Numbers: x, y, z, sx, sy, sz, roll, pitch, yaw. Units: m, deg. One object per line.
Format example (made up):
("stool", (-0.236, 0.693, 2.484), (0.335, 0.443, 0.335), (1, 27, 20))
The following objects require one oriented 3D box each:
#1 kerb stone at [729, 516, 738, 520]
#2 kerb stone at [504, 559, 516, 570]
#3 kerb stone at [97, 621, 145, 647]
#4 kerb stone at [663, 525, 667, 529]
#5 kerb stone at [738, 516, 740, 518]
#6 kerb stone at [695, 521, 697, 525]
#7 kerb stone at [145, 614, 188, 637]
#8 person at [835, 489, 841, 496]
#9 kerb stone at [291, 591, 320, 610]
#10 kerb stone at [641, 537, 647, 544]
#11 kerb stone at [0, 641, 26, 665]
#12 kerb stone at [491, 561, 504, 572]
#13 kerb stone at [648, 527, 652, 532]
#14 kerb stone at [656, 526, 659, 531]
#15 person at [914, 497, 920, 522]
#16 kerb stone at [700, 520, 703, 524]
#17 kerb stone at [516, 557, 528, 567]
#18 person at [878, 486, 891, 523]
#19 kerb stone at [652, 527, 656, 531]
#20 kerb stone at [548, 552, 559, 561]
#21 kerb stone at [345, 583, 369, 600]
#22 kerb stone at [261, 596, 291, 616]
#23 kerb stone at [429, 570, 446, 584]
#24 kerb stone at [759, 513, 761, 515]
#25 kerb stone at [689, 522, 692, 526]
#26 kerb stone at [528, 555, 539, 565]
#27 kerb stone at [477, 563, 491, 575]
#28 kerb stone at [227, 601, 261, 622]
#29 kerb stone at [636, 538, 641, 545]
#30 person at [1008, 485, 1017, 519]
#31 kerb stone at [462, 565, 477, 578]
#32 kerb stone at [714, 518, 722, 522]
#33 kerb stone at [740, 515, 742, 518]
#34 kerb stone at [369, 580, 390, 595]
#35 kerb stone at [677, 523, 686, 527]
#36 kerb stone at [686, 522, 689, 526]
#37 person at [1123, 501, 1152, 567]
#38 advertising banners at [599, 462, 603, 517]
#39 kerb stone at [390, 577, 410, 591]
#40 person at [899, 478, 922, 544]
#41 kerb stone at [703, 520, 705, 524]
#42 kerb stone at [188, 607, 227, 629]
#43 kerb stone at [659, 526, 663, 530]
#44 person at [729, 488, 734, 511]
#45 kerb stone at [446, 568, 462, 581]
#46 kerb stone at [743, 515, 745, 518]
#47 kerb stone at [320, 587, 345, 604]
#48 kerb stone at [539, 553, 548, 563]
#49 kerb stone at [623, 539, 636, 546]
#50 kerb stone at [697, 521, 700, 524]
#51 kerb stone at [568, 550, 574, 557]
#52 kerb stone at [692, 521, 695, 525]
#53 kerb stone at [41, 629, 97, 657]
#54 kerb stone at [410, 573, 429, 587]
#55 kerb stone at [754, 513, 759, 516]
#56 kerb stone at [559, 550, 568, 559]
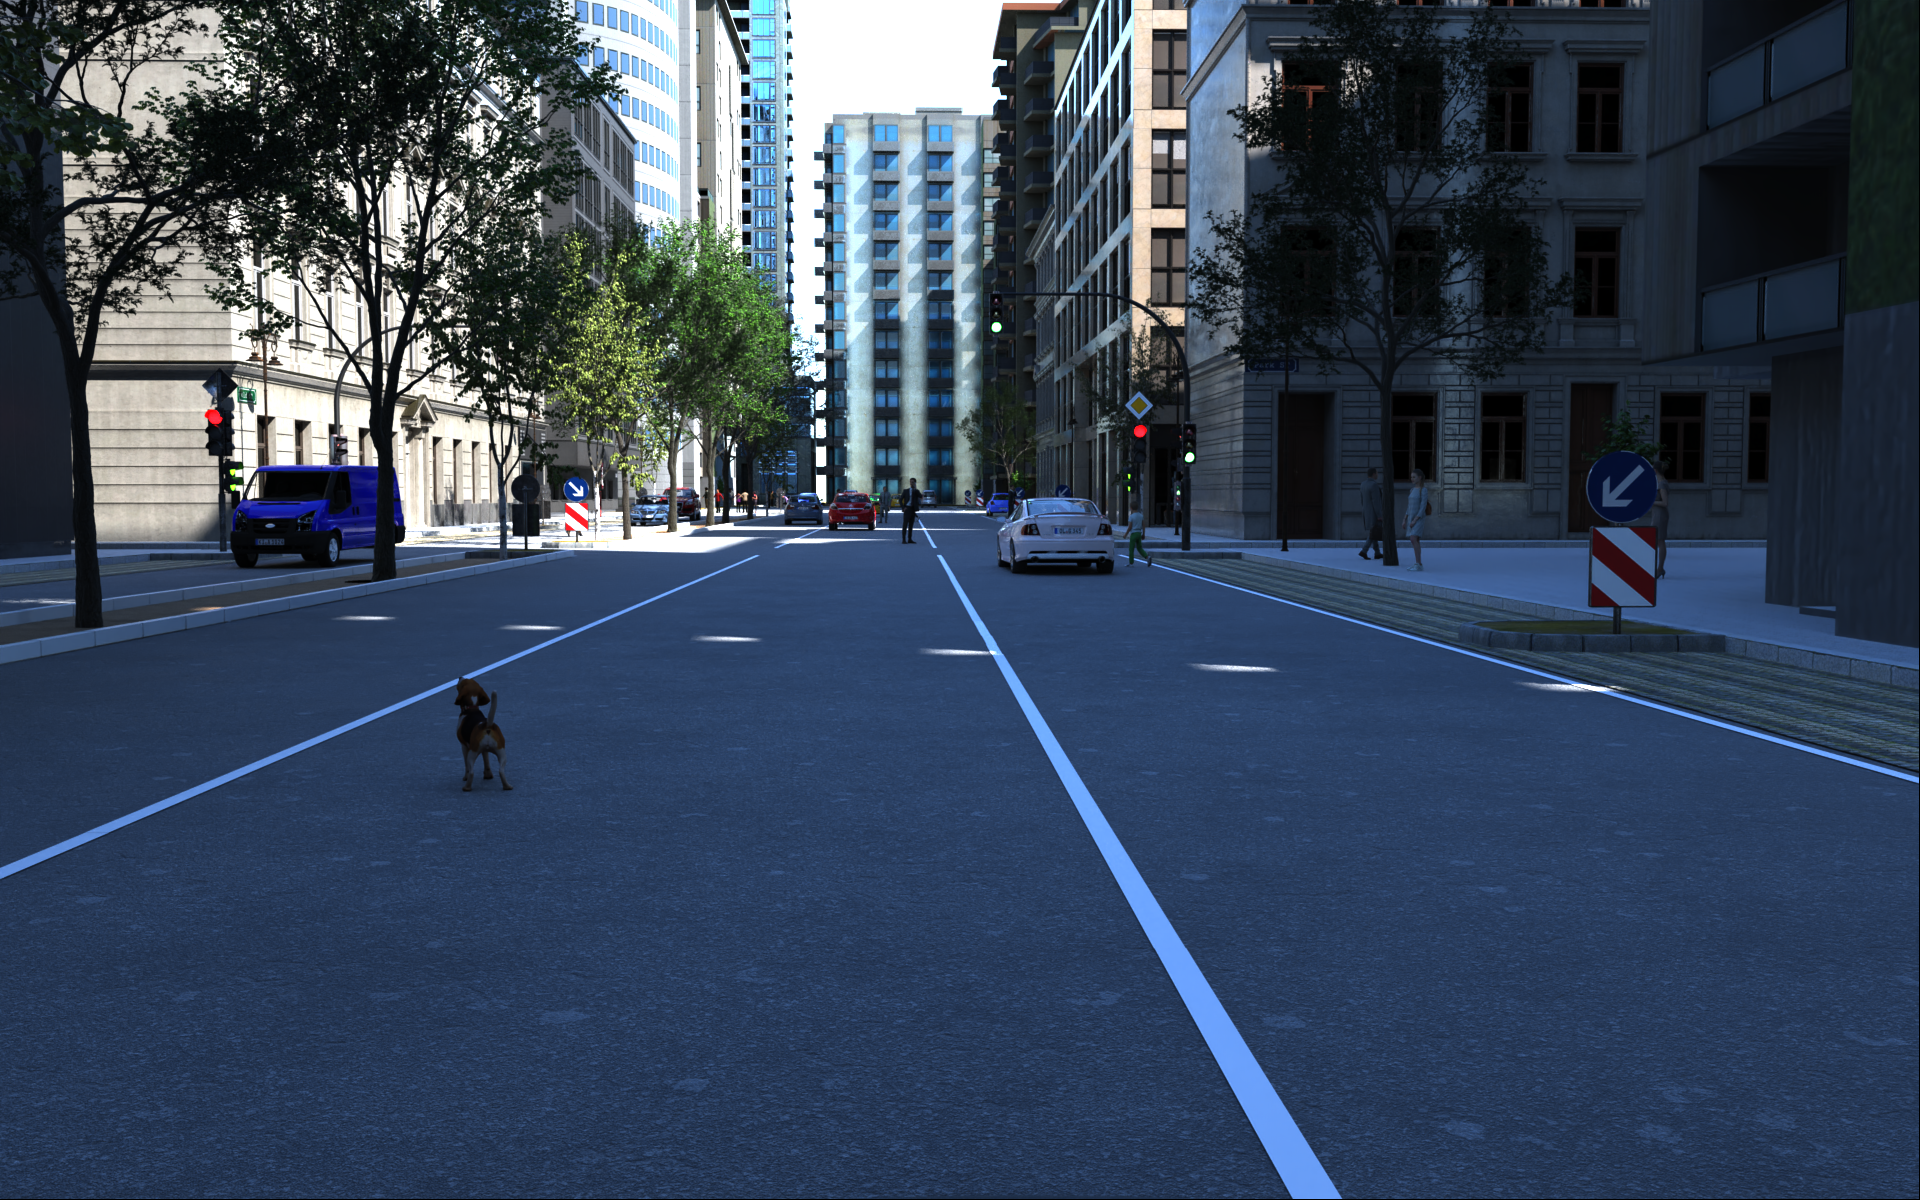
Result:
("kerb stone", (-12.958, -4.706, 99.173), (0.120, 0.150, 1.000), (0, 4, -2))
("kerb stone", (-8.712, -0.668, 33.125), (0.120, 0.150, 1.000), (0, 4, -2))
("kerb stone", (-8.181, 0.335, 16.735), (0.120, 0.150, 1.000), (0, 4, -2))
("kerb stone", (-11.987, -2.889, 69.437), (0.120, 0.150, 1.000), (0, 4, -2))
("kerb stone", (-12.989, -4.771, 100.198), (0.120, 0.150, 1.000), (0, 4, -2))
("kerb stone", (-12.317, -3.516, 79.681), (0.120, 0.150, 1.000), (0, 4, -2))
("kerb stone", (-8.213, 0.274, 17.759), (0.120, 0.150, 1.000), (0, 4, -2))
("person", (-6.699, -5.299, 95.893), (0.466, 1.731, 0.760), (-1, 4, -9))
("kerb stone", (-8.345, 0.021, 21.857), (0.120, 0.150, 1.000), (0, 4, -2))
("kerb stone", (-9.261, -1.695, 50.012), (0.120, 0.150, 1.000), (0, 4, -2))
("kerb stone", (-8.109, 0.464, 14.690), (0.120, 0.150, 1.000), (0, 4, -2))
("kerb stone", (-8.671, -0.603, 32.096), (0.120, 0.150, 1.000), (0, 4, -2))
("kerb stone", (-11.858, -2.632, 65.324), (0.120, 0.150, 1.000), (0, 4, -2))
("kerb stone", (-11.925, -2.762, 67.388), (0.120, 0.150, 1.000), (0, 4, -2))
("person", (-2.317, -4.988, 89.899), (0.795, 1.843, 0.661), (3, 5, 40))
("kerb stone", (-12.387, -3.635, 81.726), (0.120, 0.150, 1.000), (0, 4, -2))
("kerb stone", (-8.746, -0.731, 34.151), (0.120, 0.150, 1.000), (0, 4, -2))
("person", (-3.732, -4.707, 85.551), (0.635, 1.810, 0.391), (0, 4, 4))
("kerb stone", (-11.885, -2.701, 66.355), (0.120, 0.150, 1.000), (0, 4, -2))
("kerb stone", (-8.842, -0.919, 37.217), (0.120, 0.150, 1.000), (0, 4, -2))
("kerb stone", (-8.413, -0.104, 23.900), (0.120, 0.150, 1.000), (0, 4, -2))
("kerb stone", (-8.313, 0.084, 20.835), (0.120, 0.150, 1.000), (0, 4, -2))
("kerb stone", (-8.544, -0.353, 28.010), (0.120, 0.150, 1.000), (0, 4, -2))
("kerb stone", (-13.448, -5.646, 114.514), (0.120, 0.150, 1.000), (0, 4, -2))
("kerb stone", (-12.255, -3.391, 77.634), (0.120, 0.150, 1.000), (0, 4, -2))
("kerb stone", (-8.773, -0.790, 35.173), (0.120, 0.150, 1.000), (0, 4, -2))
("kerb stone", (-8.639, -0.543, 31.075), (0.120, 0.150, 1.000), (0, 4, -2))
("kerb stone", (-8.274, 0.146, 19.812), (0.120, 0.150, 1.000), (0, 4, -2))
("kerb stone", (-9.225, -1.639, 48.990), (0.120, 0.150, 1.000), (0, 4, -2))
("person", (2.619, -4.782, 86.043), (0.474, 1.900, 0.648), (0, 4, -1))
("kerb stone", (-8.611, -0.481, 30.053), (0.120, 0.150, 1.000), (0, 4, -2))
("kerb stone", (-12.689, -4.202, 90.960), (0.120, 0.150, 1.000), (0, 4, -2))
("kerb stone", (-13.020, -4.833, 101.221), (0.120, 0.150, 1.000), (0, 4, -2))
("kerb stone", (-8.446, -0.167, 24.930), (0.120, 0.150, 1.000), (0, 4, -2))
("kerb stone", (-12.194, -3.263, 75.589), (0.120, 0.150, 1.000), (0, 4, -2))
("kerb stone", (-12.224, -3.328, 76.613), (0.120, 0.150, 1.000), (0, 4, -2))
("person", (3.481, -1.295, 33.923), (0.590, 1.304, 0.306), (3, 4, 37))
("advertising banners", (-19.729, -6.036, 94.872), (0.090, 3.025, 2.074), (0, 4, 0))
("kerb stone", (-8.483, -0.230, 25.961), (0.120, 0.150, 1.000), (0, 4, -2))
("person", (-1.417, -2.586, 50.151), (0.648, 1.900, 0.474), (-2, 4, -31))
("kerb stone", (-12.423, -3.701, 82.755), (0.120, 0.150, 1.000), (0, 4, -2))
("kerb stone", (-8.238, 0.210, 18.780), (0.120, 0.150, 1.000), (0, 4, -2))
("kerb stone", (-11.962, -2.827, 68.409), (0.120, 0.150, 1.000), (0, 4, -2))
("person", (-13.739, -5.804, 103.579), (0.466, 1.800, 0.511), (-1, 4, -19))
("kerb stone", (-8.575, -0.418, 29.032), (0.120, 0.150, 1.000), (0, 4, -2))
("kerb stone", (-13.085, -4.955, 103.265), (0.120, 0.150, 1.000), (0, 4, -2))
("kerb stone", (-8.386, -0.042, 22.878), (0.120, 0.150, 1.000), (0, 4, -2))
("kerb stone", (-8.819, -0.854, 36.194), (0.120, 0.150, 1.000), (0, 4, -2))
("kerb stone", (-9.187, -1.576, 47.968), (0.120, 0.150, 1.000), (0, 4, -2))
("kerb stone", (-12.355, -3.578, 80.704), (0.120, 0.150, 1.000), (0, 4, -2))
("kerb stone", (-8.908, -1.044, 39.260), (0.120, 0.150, 1.000), (0, 4, -2))
("kerb stone", (-12.290, -3.448, 78.657), (0.120, 0.150, 1.000), (0, 4, -2))
("kerb stone", (-8.145, 0.400, 15.711), (0.120, 0.150, 1.000), (0, 4, -2))
("kerb stone", (-8.516, -0.287, 26.984), (0.120, 0.150, 1.000), (0, 4, -2))
("kerb stone", (-13.419, -5.584, 113.492), (0.120, 0.150, 1.000), (0, 4, -2))
("kerb stone", (-8.872, -0.981, 38.238), (0.120, 0.150, 1.000), (0, 4, -2))
